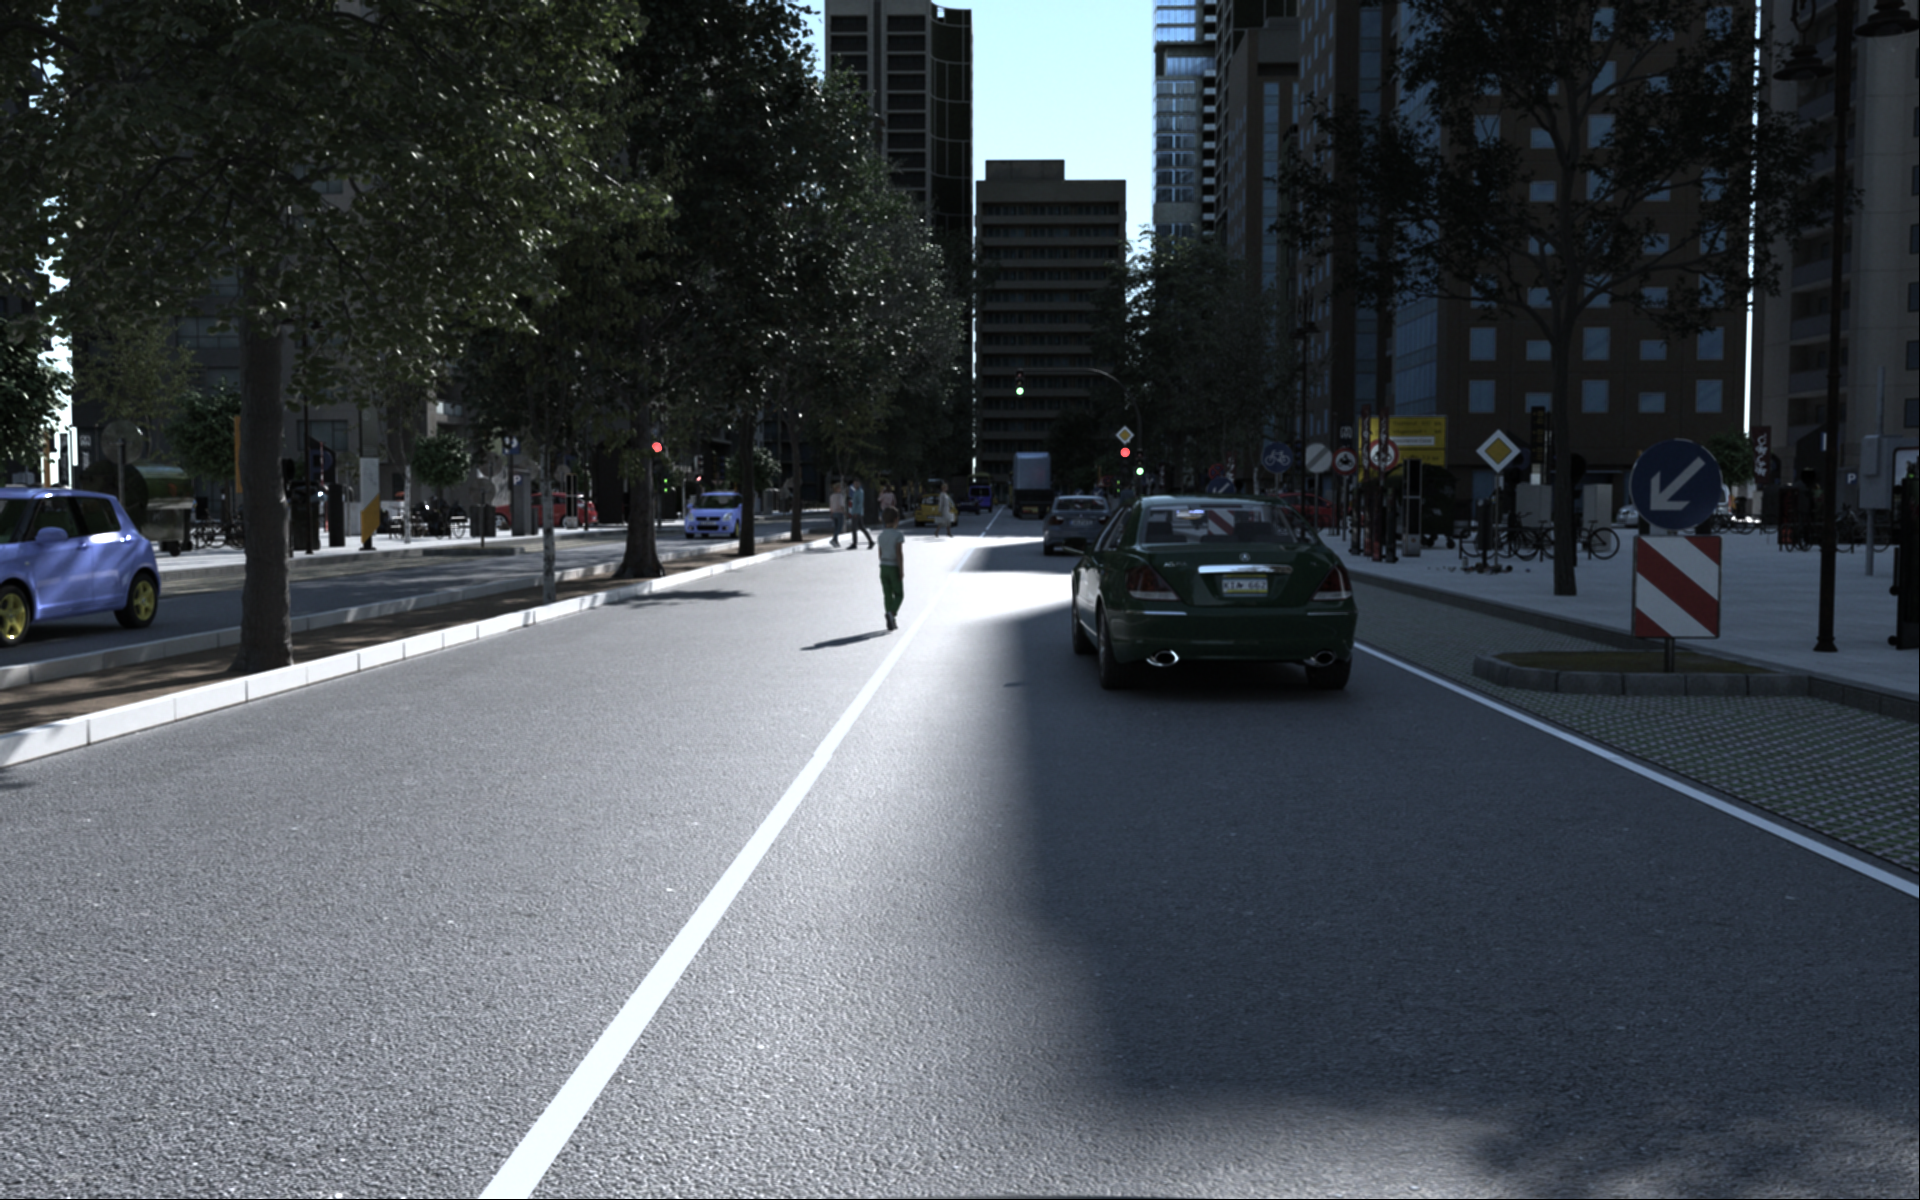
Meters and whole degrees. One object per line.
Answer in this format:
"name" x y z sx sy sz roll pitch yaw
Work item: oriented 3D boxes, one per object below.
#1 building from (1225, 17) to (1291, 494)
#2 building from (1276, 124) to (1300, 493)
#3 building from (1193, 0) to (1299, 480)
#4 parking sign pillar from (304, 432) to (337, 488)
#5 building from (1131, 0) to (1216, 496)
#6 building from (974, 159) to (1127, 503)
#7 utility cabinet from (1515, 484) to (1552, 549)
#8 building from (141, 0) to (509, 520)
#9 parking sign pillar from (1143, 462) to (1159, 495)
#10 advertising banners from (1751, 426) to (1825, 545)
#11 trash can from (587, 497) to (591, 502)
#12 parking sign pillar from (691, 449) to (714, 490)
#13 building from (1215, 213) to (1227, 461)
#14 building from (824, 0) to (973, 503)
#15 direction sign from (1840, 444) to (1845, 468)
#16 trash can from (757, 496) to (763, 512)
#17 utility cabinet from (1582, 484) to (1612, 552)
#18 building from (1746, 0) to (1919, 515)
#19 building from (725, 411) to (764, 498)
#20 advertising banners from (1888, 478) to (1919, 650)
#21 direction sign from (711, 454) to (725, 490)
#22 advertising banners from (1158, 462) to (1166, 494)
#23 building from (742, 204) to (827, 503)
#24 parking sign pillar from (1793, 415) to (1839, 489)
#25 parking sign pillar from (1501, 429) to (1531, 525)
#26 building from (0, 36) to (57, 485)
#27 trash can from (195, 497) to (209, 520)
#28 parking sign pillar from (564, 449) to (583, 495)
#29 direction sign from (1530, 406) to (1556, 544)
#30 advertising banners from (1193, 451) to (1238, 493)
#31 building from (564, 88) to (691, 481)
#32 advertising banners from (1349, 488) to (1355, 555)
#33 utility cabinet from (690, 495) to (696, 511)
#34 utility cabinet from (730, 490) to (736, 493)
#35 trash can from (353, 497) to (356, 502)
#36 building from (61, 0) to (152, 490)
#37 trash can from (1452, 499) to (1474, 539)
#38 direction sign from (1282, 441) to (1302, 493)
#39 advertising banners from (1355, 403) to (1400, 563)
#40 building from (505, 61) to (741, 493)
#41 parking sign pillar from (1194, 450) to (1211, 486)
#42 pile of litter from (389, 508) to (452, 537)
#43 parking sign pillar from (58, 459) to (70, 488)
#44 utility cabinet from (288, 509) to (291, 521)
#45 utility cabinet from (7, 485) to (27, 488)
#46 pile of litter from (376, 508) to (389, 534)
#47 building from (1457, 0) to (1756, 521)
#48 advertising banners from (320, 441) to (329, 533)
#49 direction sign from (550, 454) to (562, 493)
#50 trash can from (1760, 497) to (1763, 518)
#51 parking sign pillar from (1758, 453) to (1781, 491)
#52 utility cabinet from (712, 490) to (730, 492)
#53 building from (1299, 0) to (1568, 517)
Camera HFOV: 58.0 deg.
"building" 33.101 -31.460 164.475 14.600 45.320 14.200 0 4 2
"building" 32.196 -22.417 138.214 14.160 30.474 14.107 0 4 2
"building" 37.953 -46.313 195.469 20.563 71.187 20.611 0 4 2
"parking sign pillar" -27.803 -5.312 75.316 1.447 3.967 1.447 -1 4 -15
"building" 39.688 -57.486 252.575 31.000 86.520 22.319 0 4 2
"building" 12.980 -38.507 253.297 21.600 48.544 21.300 0 4 2
"utility cabinet" 13.413 -1.945 40.479 0.318 1.500 1.173 -1 4 -9
"building" -33.166 -24.962 91.718 14.154 41.232 14.086 0 4 2
"parking sign pillar" 14.970 -9.001 135.632 1.447 3.967 1.447 3 5 44
"advertising banners" 21.114 -2.926 44.035 0.090 3.025 2.074 -3 5 -43
"trash can" -20.332 -4.953 92.636 0.748 1.137 0.748 0 3 0
"parking sign pillar" -15.438 -7.063 103.945 1.447 3.967 1.447 1 4 16
"building" 33.351 -24.943 179.516 14.160 30.474 14.107 0 4 2
"building" -8.513 -49.842 253.174 20.611 71.187 20.563 0 4 2
"direction sign" 39.982 -5.293 78.529 0.379 3.537 0.876 1 4 18
"trash can" -13.969 -6.761 122.202 0.748 1.137 0.748 0 3 0
"utility cabinet" 14.179 -1.828 38.570 0.318 1.500 1.173 3 4 36
"building" 61.256 -33.746 93.745 28.212 58.520 21.231 0 4 2
"building" -30.414 -26.319 202.018 14.107 30.474 14.160 0 4 2
"advertising banners" 8.511 -1.132 14.700 2.074 3.025 0.090 -2 4 -34
"direction sign" -13.734 -6.502 98.310 0.876 3.537 0.379 -3 5 -41
"advertising banners" 11.733 -6.042 94.979 2.074 3.025 0.090 -1 4 -21
"building" -33.688 -36.735 255.236 28.867 44.769 22.147 0 4 2
"parking sign pillar" 29.241 -4.327 59.217 1.447 3.967 1.447 1 4 13
"parking sign pillar" 23.127 -5.074 71.439 1.447 3.967 1.447 3 4 36
"building" -67.214 -33.755 93.895 28.212 58.520 21.231 0 4 2
"trash can" -37.253 -4.487 85.023 0.748 1.137 0.748 0 3 0
"parking sign pillar" -19.081 -5.937 85.544 1.447 3.967 1.447 -2 4 -35
"direction sign" 15.172 -3.225 44.733 0.876 3.537 0.379 0 4 7
"advertising banners" 10.312 -4.533 70.300 2.074 3.025 0.090 2 4 33
"building" -34.321 -43.918 156.308 20.563 71.187 20.611 0 4 2
"advertising banners" 8.412 -2.411 35.614 0.090 3.025 2.074 0 4 -7
"utility cabinet" -12.560 -4.424 83.490 0.306 1.237 1.020 2 4 35
"utility cabinet" -13.007 -5.393 96.855 0.318 1.500 1.173 -3 5 -41
"trash can" -28.069 -4.141 79.366 0.748 1.137 0.748 0 3 0
"building" -42.268 -32.508 120.748 28.713 52.752 27.495 0 4 2
"trash can" 14.399 -2.337 49.859 0.748 1.137 0.748 0 3 0
"direction sign" 14.180 -5.005 73.822 0.379 3.537 0.876 -3 5 -43
"advertising banners" 7.961 -2.248 32.936 0.090 3.025 2.074 0 4 -6
"building" -38.022 -36.193 181.001 28.713 52.752 27.495 0 4 2
"parking sign pillar" 13.696 -6.619 96.700 1.447 3.967 1.447 -2 4 -35
"pile of litter" -16.245 -2.375 52.790 1.176 0.858 1.719 3 5 45
"parking sign pillar" -68.385 -8.790 132.191 1.447 3.967 1.447 -1 4 -12
"utility cabinet" -24.037 -3.104 61.915 0.306 1.237 1.020 -1 4 -18
"utility cabinet" -22.666 -1.969 40.870 0.318 1.500 1.173 3 5 41
"pile of litter" -18.650 -2.582 56.186 1.719 0.858 1.176 2 4 25
"building" 30.634 -26.833 88.835 14.200 45.320 14.600 0 4 2
"advertising banners" -21.287 -3.787 58.101 0.090 3.025 2.074 -1 4 -12
"direction sign" -21.522 -6.133 92.267 0.876 3.537 0.379 2 4 34
"trash can" 35.040 -3.874 74.994 0.748 1.137 0.748 0 3 0
"parking sign pillar" 44.288 -6.502 94.775 1.447 3.967 1.447 -1 4 -14
"utility cabinet" -13.256 -5.302 95.371 0.318 1.500 1.173 2 4 26
"building" 30.624 -28.476 115.686 14.600 45.320 14.200 0 4 2
